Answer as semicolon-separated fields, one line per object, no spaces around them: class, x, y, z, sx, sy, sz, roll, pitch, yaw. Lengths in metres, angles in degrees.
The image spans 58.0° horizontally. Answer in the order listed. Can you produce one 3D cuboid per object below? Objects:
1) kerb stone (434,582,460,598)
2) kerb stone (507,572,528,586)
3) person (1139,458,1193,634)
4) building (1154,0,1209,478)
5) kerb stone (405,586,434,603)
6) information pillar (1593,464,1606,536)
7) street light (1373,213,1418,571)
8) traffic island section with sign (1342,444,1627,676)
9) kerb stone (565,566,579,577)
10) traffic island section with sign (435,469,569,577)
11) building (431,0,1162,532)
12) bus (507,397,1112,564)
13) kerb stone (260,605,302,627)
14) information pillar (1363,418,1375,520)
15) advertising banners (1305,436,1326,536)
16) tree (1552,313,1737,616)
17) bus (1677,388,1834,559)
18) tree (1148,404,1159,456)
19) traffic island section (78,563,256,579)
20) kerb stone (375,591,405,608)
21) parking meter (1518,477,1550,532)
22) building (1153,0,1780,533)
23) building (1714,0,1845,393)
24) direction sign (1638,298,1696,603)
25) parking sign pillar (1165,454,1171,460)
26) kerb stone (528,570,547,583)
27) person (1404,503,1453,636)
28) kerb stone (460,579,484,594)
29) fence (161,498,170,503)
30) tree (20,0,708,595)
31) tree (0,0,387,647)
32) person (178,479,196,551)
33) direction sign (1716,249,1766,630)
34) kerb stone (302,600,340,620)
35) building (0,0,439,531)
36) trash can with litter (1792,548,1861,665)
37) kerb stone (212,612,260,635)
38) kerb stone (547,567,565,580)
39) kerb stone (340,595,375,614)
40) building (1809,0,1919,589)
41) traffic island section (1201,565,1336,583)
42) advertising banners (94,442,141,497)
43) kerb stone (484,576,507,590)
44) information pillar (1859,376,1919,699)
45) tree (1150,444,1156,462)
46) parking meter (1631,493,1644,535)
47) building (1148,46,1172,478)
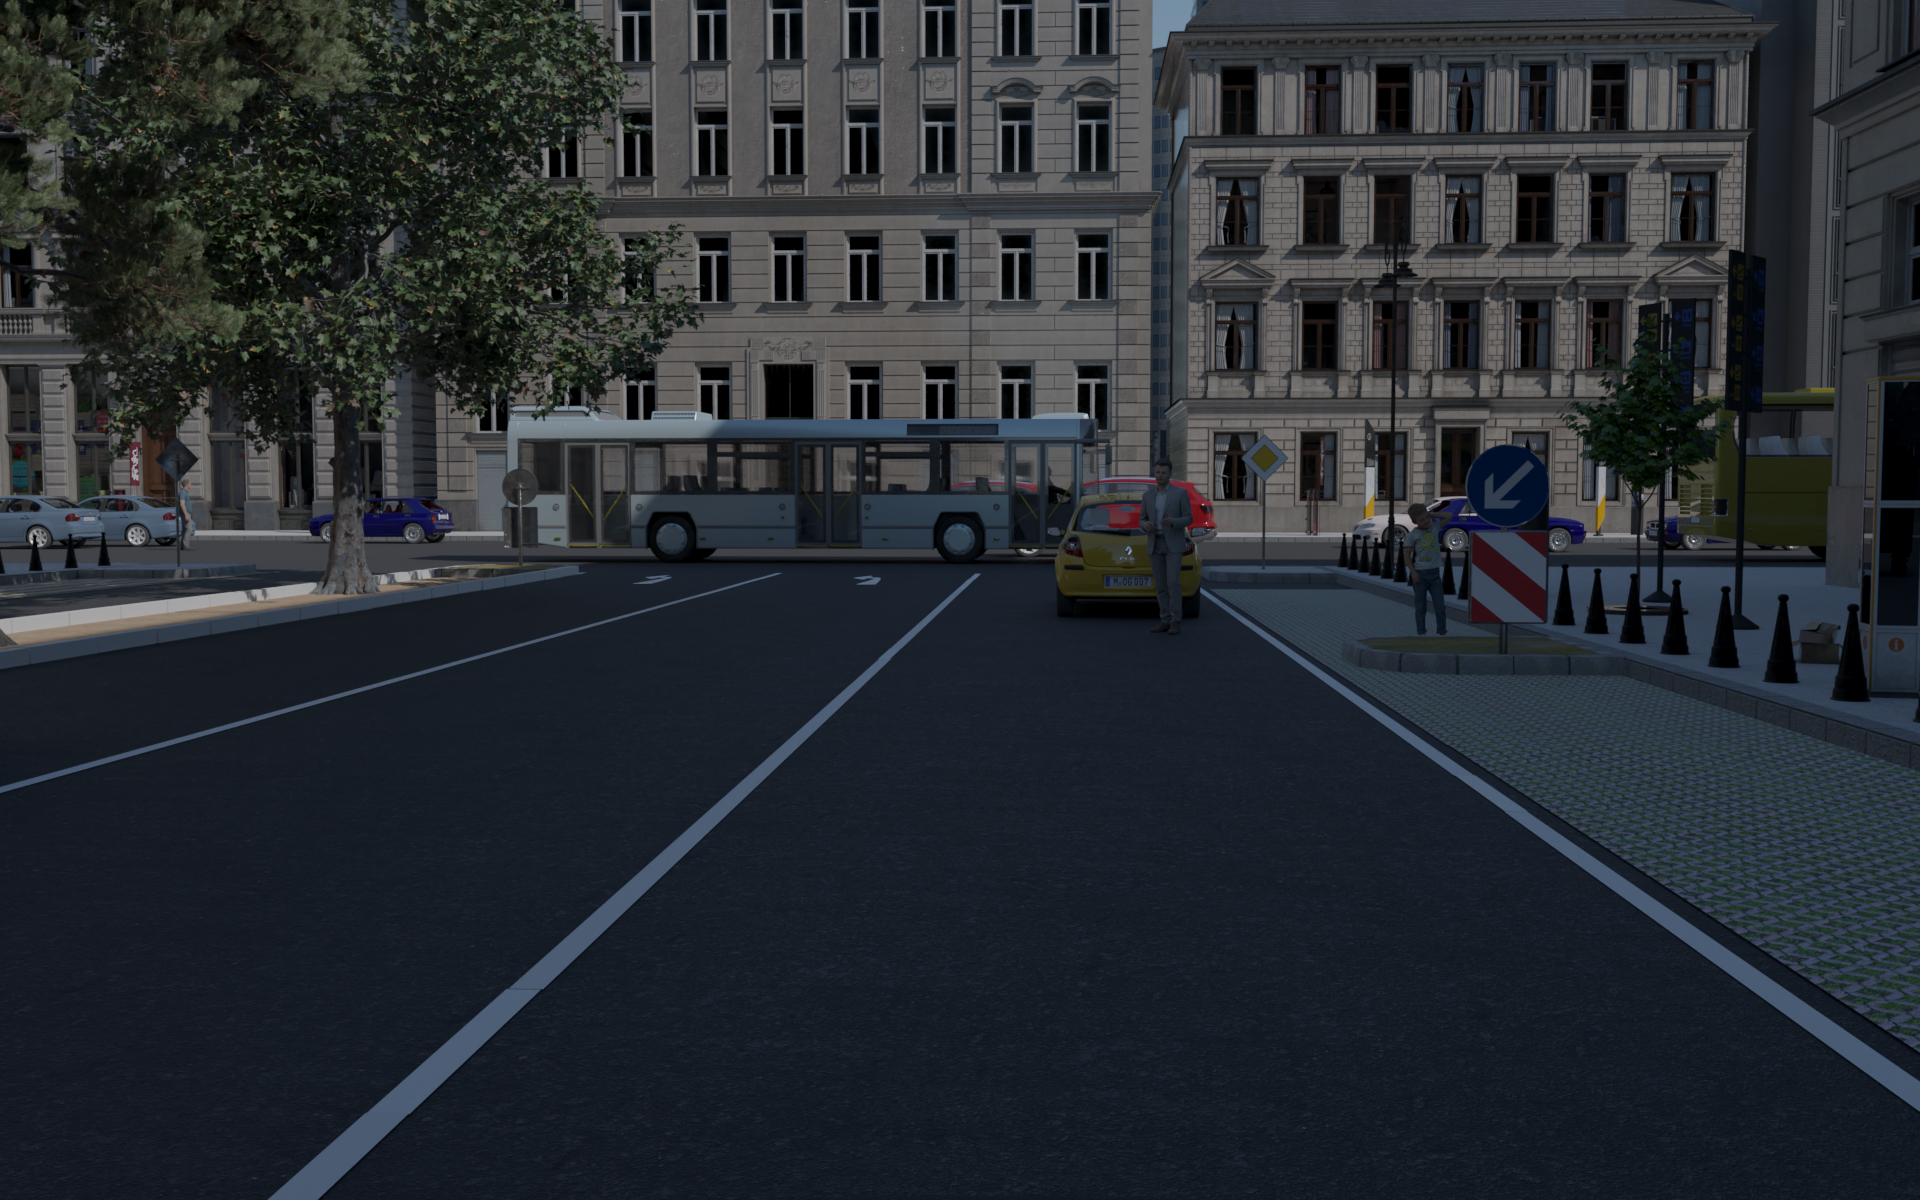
kerb stone;-7.267;-0.126;24.255;0.120;0.150;1.000;0;4;3
kerb stone;-7.071;-0.314;27.327;0.120;0.150;1.000;0;4;3
person;2.075;-0.559;17.839;0.606;1.804;0.583;2;4;27
building;30.939;-52.195;166.058;22.319;86.520;31.000;0;4;3
kerb stone;-7.331;-0.058;23.224;0.120;0.150;1.000;0;4;3
information pillar;19.519;-3.756;52.757;0.183;3.616;0.504;3;5;44
street light;7.220;-3.429;28.856;0.468;5.910;1.993;0;4;3
traffic island section with sign;4.297;-0.363;14.562;1.989;1.847;2.006;0;4;3
kerb stone;-6.895;-0.503;30.415;0.120;0.150;1.000;0;4;3
traffic island section with sign;-7.930;-1.367;30.485;2.006;1.907;1.989;0;4;3
building;-5.411;-16.256;63.047;25.104;27.353;12.463;0;4;3
bus;-2.724;-2.564;36.779;13.247;3.499;2.948;0;4;5
kerb stone;-7.570;0.188;19.124;0.120;0.150;1.000;0;4;3
information pillar;12.726;-3.824;53.885;0.183;3.616;0.504;3;5;45
advertising banners;10.954;-3.496;53.350;0.090;3.025;2.074;0;4;-3
tree;7.442;-1.466;18.574;1.663;3.219;1.824;0;3;0
bus;22.019;-2.779;36.991;12.252;3.916;2.896;0;4;4
tree;13.238;-11.021;130.562;4.360;8.622;3.978;0;3;0
traffic island section;-13.827;-0.509;30.605;2.009;0.180;2.903;0;4;3
kerb stone;-7.393;0.002;22.200;0.120;0.150;1.000;0;4;3
parking meter;7.240;-0.824;21.876;0.372;1.533;0.369;0;3;0
building;16.744;-12.026;61.255;19.286;19.102;10.561;0;4;3
building;38.477;-16.404;61.713;24.014;27.812;14.314;0;4;3
direction sign;8.310;-1.741;20.468;0.379;3.537;0.876;-1;4;-22
parking sign pillar;11.742;-6.554;95.623;1.447;3.967;1.447;3;5;42
kerb stone;-7.014;-0.377;28.359;0.120;0.150;1.000;0;4;3
person;4.480;-0.249;16.475;0.435;1.345;0.340;-1;4;-9
kerb stone;-7.206;-0.189;25.278;0.120;0.150;1.000;0;4;3
fence;-26.361;-2.734;55.908;2.264;1.192;0.480;-3;4;-38
tree;-8.795;-6.434;24.660;9.611;12.733;9.660;0;3;0
tree;-9.408;-6.482;15.854;7.806;13.903;7.818;0;3;0
person;-19.684;-2.169;44.094;0.434;1.807;0.598;-1;4;-13
direction sign;7.419;-1.494;16.416;0.379;3.537;0.876;3;5;44
kerb stone;-7.508;0.125;20.149;0.120;0.150;1.000;0;4;3
building;-27.873;-14.433;64.852;19.941;23.489;11.050;0;4;3
trash can with litter;6.785;-0.098;12.997;1.055;1.170;0.624;1;4;22
kerb stone;-7.631;0.251;18.093;0.120;0.150;1.000;0;4;3
kerb stone;-6.947;-0.440;29.390;0.120;0.150;1.000;0;4;3
kerb stone;-7.445;0.062;21.177;0.120;0.150;1.000;0;4;3
building;18.649;-10.760;9.216;16.112;22.955;30.059;0;4;3
traffic island section;5.179;-0.439;29.457;2.009;0.180;2.903;0;4;3
advertising banners;-27.853;-3.741;57.349;0.090;3.025;2.074;1;4;18
kerb stone;-7.135;-0.250;26.300;0.120;0.150;1.000;0;4;3
information pillar;5.905;-0.395;10.957;0.304;2.012;0.304;1;4;14
tree;16.601;-13.280;167.489;4.737;8.622;4.395;0;3;0
parking meter;21.254;-2.809;54.339;0.372;1.533;0.369;0;3;0
building;34.040;-41.732;224.318;28.212;58.520;21.231;0;4;3
